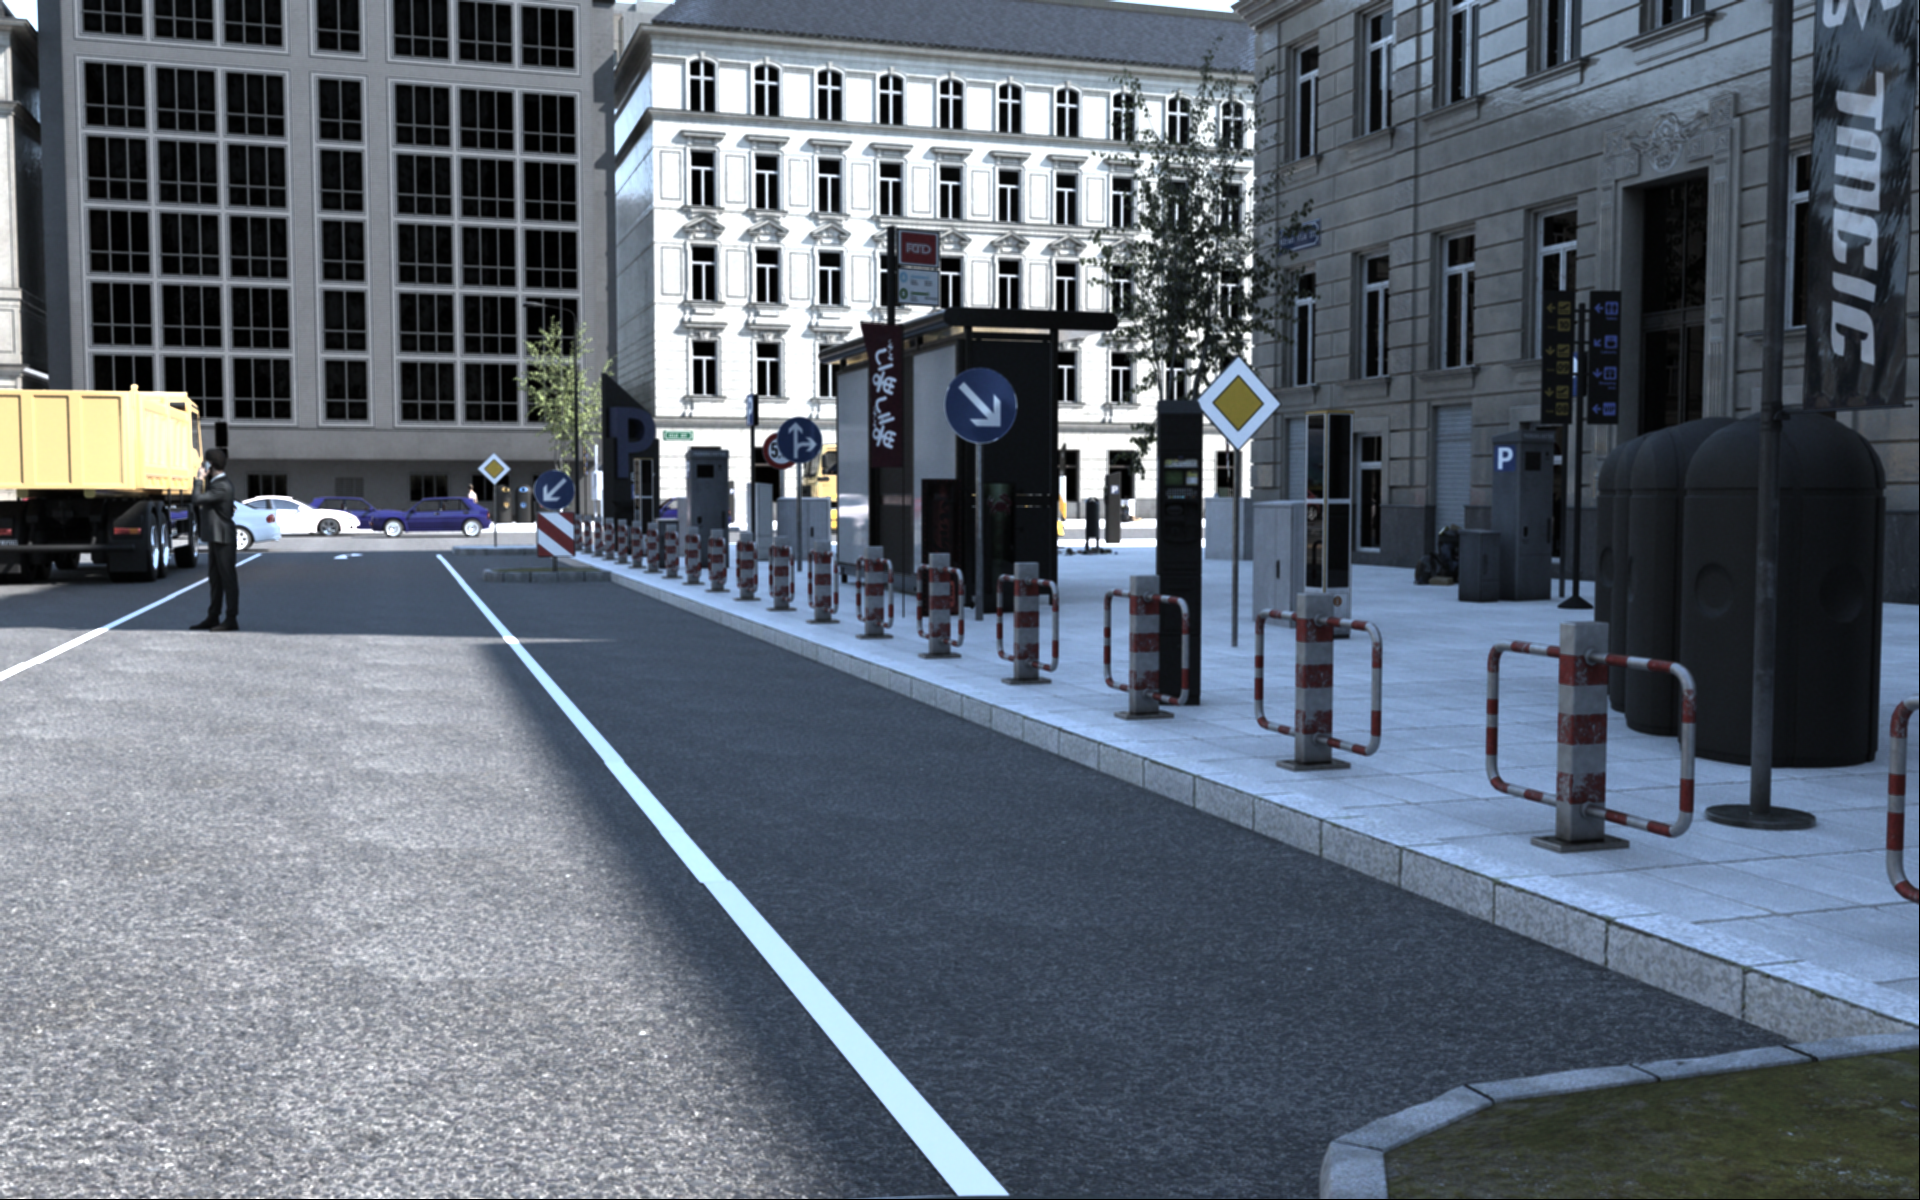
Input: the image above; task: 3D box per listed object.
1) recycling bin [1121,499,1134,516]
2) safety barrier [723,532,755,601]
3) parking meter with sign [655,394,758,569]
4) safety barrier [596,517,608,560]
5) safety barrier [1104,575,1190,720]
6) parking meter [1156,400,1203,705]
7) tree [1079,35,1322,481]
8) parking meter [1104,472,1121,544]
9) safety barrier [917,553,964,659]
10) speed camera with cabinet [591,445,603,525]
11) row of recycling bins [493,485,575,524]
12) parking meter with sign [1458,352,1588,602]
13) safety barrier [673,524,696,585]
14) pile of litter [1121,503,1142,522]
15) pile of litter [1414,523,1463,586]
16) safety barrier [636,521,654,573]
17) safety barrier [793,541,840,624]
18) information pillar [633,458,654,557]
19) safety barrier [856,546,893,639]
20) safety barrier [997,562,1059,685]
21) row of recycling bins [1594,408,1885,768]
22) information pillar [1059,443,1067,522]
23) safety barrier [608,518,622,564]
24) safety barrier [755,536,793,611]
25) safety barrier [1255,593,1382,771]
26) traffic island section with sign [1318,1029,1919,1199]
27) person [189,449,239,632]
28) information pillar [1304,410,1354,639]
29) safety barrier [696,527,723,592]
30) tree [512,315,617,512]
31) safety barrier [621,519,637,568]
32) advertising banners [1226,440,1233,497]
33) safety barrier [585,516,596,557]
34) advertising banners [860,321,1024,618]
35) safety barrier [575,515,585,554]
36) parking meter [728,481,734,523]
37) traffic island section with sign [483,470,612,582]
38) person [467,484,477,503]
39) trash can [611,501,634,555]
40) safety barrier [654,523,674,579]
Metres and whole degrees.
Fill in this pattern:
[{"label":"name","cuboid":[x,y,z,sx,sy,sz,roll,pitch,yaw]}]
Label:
[{"label":"recycling bin","cuboid":[7.992,-4.360,83.836,0.722,1.027,0.722,2,4,27]},{"label":"safety barrier","cuboid":[-2.571,-0.404,20.884,0.300,0.817,1.120,-1,4,-18]},{"label":"parking meter with sign","cuboid":[-4.413,-2.072,30.132,1.738,3.016,0.543,-1,4,-20]},{"label":"safety barrier","cuboid":[-6.809,-1.186,33.673,0.300,0.817,1.120,-1,4,-18]},{"label":"safety barrier","cuboid":[1.057,0.266,9.927,0.300,0.817,1.120,-1,4,-18]},{"label":"parking meter","cuboid":[1.338,-0.299,10.599,0.255,1.863,0.399,0,4,3]},{"label":"tree","cuboid":[3.843,-4.806,28.934,4.360,8.622,3.978,0,3,0]},{"label":"parking meter","cuboid":[3.948,-2.394,44.846,0.399,1.863,0.255,-1,4,-15]},{"label":"safety barrier","cuboid":[-0.160,0.042,13.585,0.300,0.817,1.120,-1,4,-18]},{"label":"speed camera with cabinet","cuboid":[-14.124,-4.583,69.271,0.660,3.252,2.038,-2,4,-32]},{"label":"row of recycling bins","cuboid":[-18.651,-4.202,75.822,3.534,1.692,1.069,0,4,-8]},{"label":"parking meter with sign","cuboid":[6.786,-1.511,20.964,1.738,3.016,0.543,-2,4,-33]},{"label":"safety barrier","cuboid":[-3.782,-0.628,24.537,0.300,0.817,1.120,-1,4,-18]},{"label":"pile of litter","cuboid":[7.913,-4.064,80.404,1.176,0.858,1.719,1,4,17]},{"label":"pile of litter","cuboid":[7.256,-0.663,24.809,1.719,0.858,1.176,-1,4,-9]},{"label":"safety barrier","cuboid":[-5.004,-0.852,28.213,0.300,0.817,1.120,-1,4,-18]},{"label":"safety barrier","cuboid":[-1.365,-0.181,17.227,0.300,0.817,1.120,-1,4,-18]},{"label":"information pillar","cuboid":[-6.481,-1.897,35.515,0.304,2.012,0.304,-2,4,-35]},{"label":"safety barrier","cuboid":[-0.762,-0.069,15.405,0.300,0.817,1.120,-1,4,-18]},{"label":"safety barrier","cuboid":[0.451,0.155,11.746,0.300,0.817,1.120,-1,4,-18]},{"label":"row of recycling bins","cuboid":[4.223,-0.162,9.755,1.069,1.692,3.534,1,4,12]},{"label":"information pillar","cuboid":[4.735,-5.412,79.839,0.183,3.616,0.504,-2,4,-25]},{"label":"safety barrier","cuboid":[-6.206,-1.075,31.853,0.300,0.817,1.120,-1,4,-18]},{"label":"safety barrier","cuboid":[-1.966,-0.293,19.060,0.300,0.817,1.120,-1,4,-18]},{"label":"safety barrier","cuboid":[1.658,0.377,8.107,0.300,0.817,1.120,-1,4,-18]},{"label":"traffic island section with sign","cuboid":[1.701,0.352,2.866,1.989,1.847,2.006,-1,4,-18]},{"label":"person","cuboid":[-7.819,-0.628,18.138,0.474,1.900,0.648,-2,4,-28]},{"label":"information pillar","cuboid":[3.269,-0.666,15.375,0.304,2.012,0.304,-2,4,-26]},{"label":"safety barrier","cuboid":[-3.183,-0.516,22.714,0.300,0.817,1.120,-1,4,-18]},{"label":"tree","cuboid":[-16.511,-7.469,72.474,4.737,8.622,4.395,0,3,0]},{"label":"safety barrier","cuboid":[-5.602,-0.964,30.034,0.300,0.817,1.120,-1,4,-18]},{"label":"advertising banners","cuboid":[5.950,-2.567,38.153,0.090,3.025,2.074,0,4,5]},{"label":"safety barrier","cuboid":[-7.408,-1.298,35.494,0.300,0.817,1.120,-1,4,-18]},{"label":"advertising banners","cuboid":[-0.171,-1.345,18.181,2.074,3.025,0.090,-3,4,-36]},{"label":"safety barrier","cuboid":[-8.016,-1.409,37.319,0.300,0.817,1.120,-1,4,-18]},{"label":"parking meter","cuboid":[-10.077,-4.279,75.680,0.255,1.863,0.399,2,4,35]},{"label":"traffic island section with sign","cuboid":[-6.987,-1.253,29.120,1.989,1.847,2.006,-1,4,-18]},{"label":"person","cuboid":[-17.026,-3.149,60.321,0.374,1.781,0.599,1,4,13]},{"label":"trash can","cuboid":[-6.995,-1.529,36.652,0.748,1.137,0.748,0,3,0]},{"label":"safety barrier","cuboid":[-4.389,-0.740,26.376,0.300,0.817,1.120,-1,4,-18]}]
